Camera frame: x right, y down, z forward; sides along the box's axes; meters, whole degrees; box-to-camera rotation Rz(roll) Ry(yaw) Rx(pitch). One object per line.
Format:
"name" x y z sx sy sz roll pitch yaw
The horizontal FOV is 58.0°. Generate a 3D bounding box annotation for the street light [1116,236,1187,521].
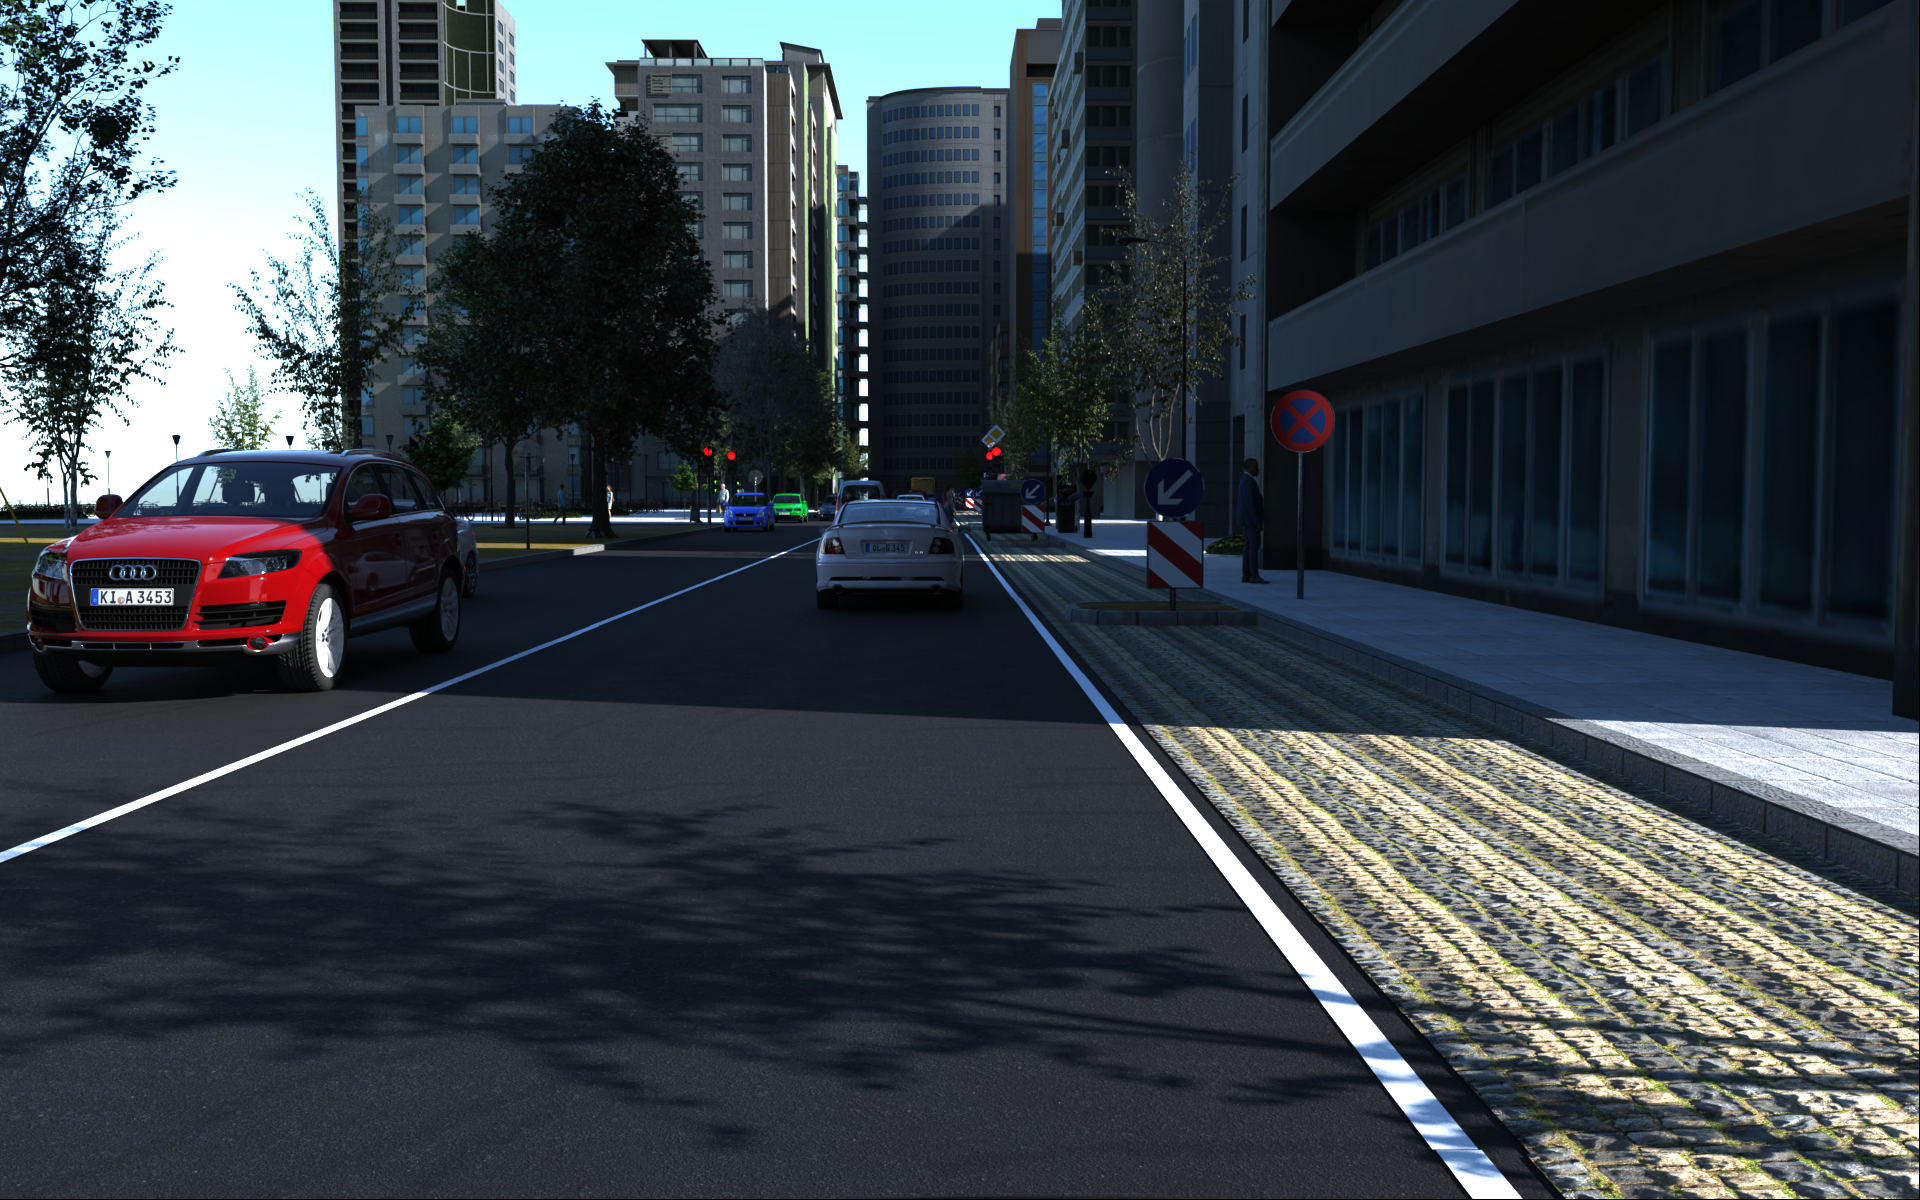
"street light" 3.521 -3.600 31.398 1.470 5.913 1.316 0 4 -1

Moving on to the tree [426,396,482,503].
"tree" -35.642 -10.549 122.831 4.737 8.622 4.395 0 3 0

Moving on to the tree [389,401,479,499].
"tree" -10.786 -2.542 36.169 1.663 3.219 1.824 0 3 0

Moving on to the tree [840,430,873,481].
"tree" -12.190 -15.179 198.531 4.737 8.622 4.395 0 3 0

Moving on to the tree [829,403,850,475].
"tree" -12.183 -12.366 119.193 9.611 12.733 9.660 0 3 0

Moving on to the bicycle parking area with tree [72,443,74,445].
"bicycle parking area with tree" -50.960 -6.621 95.259 9.016 4.147 8.231 2 4 31

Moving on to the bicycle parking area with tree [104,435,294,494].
"bicycle parking area with tree" -35.360 -5.947 84.236 8.231 4.147 9.016 0 4 2

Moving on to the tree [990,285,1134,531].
"tree" 3.879 -6.728 60.371 4.737 8.622 4.395 0 3 0

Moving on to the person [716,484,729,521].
"person" -11.363 -4.687 83.154 0.782 1.767 0.515 3 4 36

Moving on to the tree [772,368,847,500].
"tree" -12.905 -13.429 137.690 7.486 12.596 7.792 0 3 0

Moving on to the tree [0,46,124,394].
"tree" -18.631 -5.887 30.663 7.601 10.594 8.767 -1 4 -19

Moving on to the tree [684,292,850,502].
"tree" -11.805 -11.967 106.032 12.009 13.543 11.850 0 3 0

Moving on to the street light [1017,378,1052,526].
"street light" 2.984 -5.931 69.517 1.470 5.913 1.316 0 4 -1

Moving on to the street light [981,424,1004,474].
"street light" 2.289 -8.661 114.152 1.470 5.913 1.316 0 4 -1

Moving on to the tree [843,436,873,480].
"tree" -12.585 -16.074 213.169 4.360 8.622 3.978 0 3 0

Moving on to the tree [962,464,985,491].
"tree" 1.855 -12.463 187.485 4.285 4.588 4.351 0 3 0

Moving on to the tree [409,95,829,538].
"tree" -10.589 -8.154 50.327 9.611 12.733 9.660 0 3 0

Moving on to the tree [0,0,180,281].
"tree" -30.079 -12.037 52.702 12.611 20.169 13.585 0 3 0

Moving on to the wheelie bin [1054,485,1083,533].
"wheelie bin" 3.565 -3.015 57.208 0.980 1.594 0.693 1 4 12

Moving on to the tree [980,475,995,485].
"tree" 2.716 -9.178 144.661 1.663 3.219 1.824 0 3 0

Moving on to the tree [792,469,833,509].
"tree" -12.444 -10.016 147.477 4.285 4.588 4.351 0 3 0

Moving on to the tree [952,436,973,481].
"tree" 1.083 -16.410 218.665 4.737 8.622 4.395 0 3 0

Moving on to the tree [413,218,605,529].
"tree" -16.755 -8.485 64.481 9.928 11.665 9.643 0 3 0

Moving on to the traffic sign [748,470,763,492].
"traffic sign" -10.744 -5.562 91.038 0.768 2.556 0.104 0 4 3

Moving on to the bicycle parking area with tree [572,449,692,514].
"bicycle parking area with tree" -23.798 -7.784 114.263 9.016 4.147 8.231 1 4 23

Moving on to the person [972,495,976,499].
"person" 1.722 -12.830 216.485 0.551 1.740 0.621 -3 5 -42

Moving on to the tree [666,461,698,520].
"tree" -14.050 -5.678 87.436 1.663 3.219 1.824 0 3 0

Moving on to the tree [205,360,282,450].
"tree" -39.530 -8.885 95.627 4.737 8.622 4.395 0 3 0

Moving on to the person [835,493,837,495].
"person" -13.528 -11.082 190.458 0.599 1.433 0.991 0 4 -4

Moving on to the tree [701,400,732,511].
"tree" -17.890 -10.921 128.915 4.737 8.622 4.395 0 3 0

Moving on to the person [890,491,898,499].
"person" -6.089 -9.280 160.779 0.990 1.755 0.434 1 4 12

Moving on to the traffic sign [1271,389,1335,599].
"traffic sign" 4.162 -1.284 21.102 0.768 2.556 0.104 0 4 8

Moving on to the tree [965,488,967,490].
"tree" 1.629 -14.108 225.273 1.663 3.219 1.824 0 3 0

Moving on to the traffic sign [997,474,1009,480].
"traffic sign" 2.667 -6.596 107.949 0.768 2.556 0.104 0 4 2

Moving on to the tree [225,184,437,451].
"tree" -14.478 -5.509 40.441 4.360 8.622 3.978 0 3 0

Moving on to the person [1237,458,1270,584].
"person" 4.206 -1.150 25.030 0.419 1.800 0.721 0 4 -3

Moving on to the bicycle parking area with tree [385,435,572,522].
"bicycle parking area with tree" -25.045 -5.924 83.862 8.231 4.147 9.016 1 4 22

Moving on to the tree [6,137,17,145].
"tree" -13.873 -4.366 21.753 4.360 8.622 3.978 0 3 0

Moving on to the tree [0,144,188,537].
"tree" -20.037 -5.437 39.258 4.360 8.622 3.978 0 3 0

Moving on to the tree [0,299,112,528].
"tree" -33.669 -6.997 64.766 4.737 8.622 4.395 0 3 0

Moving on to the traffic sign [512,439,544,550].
"traffic sign" -9.977 -2.437 39.945 0.768 2.556 0.104 1 4 8

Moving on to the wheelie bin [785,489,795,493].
"wheelie bin" -11.037 -6.386 112.315 0.693 1.594 0.980 1 4 20

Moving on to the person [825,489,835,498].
"person" -12.023 -9.482 161.857 1.217 1.735 0.721 1 4 18

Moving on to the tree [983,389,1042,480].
"tree" 3.503 -10.456 121.316 4.360 8.622 3.978 0 3 0

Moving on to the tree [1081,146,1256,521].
"tree" 4.374 -5.337 37.627 4.360 8.622 3.978 0 3 0

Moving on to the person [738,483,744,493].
"person" -11.087 -4.985 87.578 0.654 1.822 0.581 -2 4 -31

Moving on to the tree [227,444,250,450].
"tree" -43.277 -7.355 103.961 4.285 4.588 4.351 0 3 0

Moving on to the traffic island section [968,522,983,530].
"traffic island section" 1.355 -3.384 77.606 2.009 0.180 2.903 0 4 -1

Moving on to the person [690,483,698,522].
"person" -12.210 -4.485 79.591 0.699 1.804 1.509 0 4 4

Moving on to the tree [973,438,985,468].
"tree" 3.495 -8.742 93.291 4.737 8.622 4.395 0 3 0
